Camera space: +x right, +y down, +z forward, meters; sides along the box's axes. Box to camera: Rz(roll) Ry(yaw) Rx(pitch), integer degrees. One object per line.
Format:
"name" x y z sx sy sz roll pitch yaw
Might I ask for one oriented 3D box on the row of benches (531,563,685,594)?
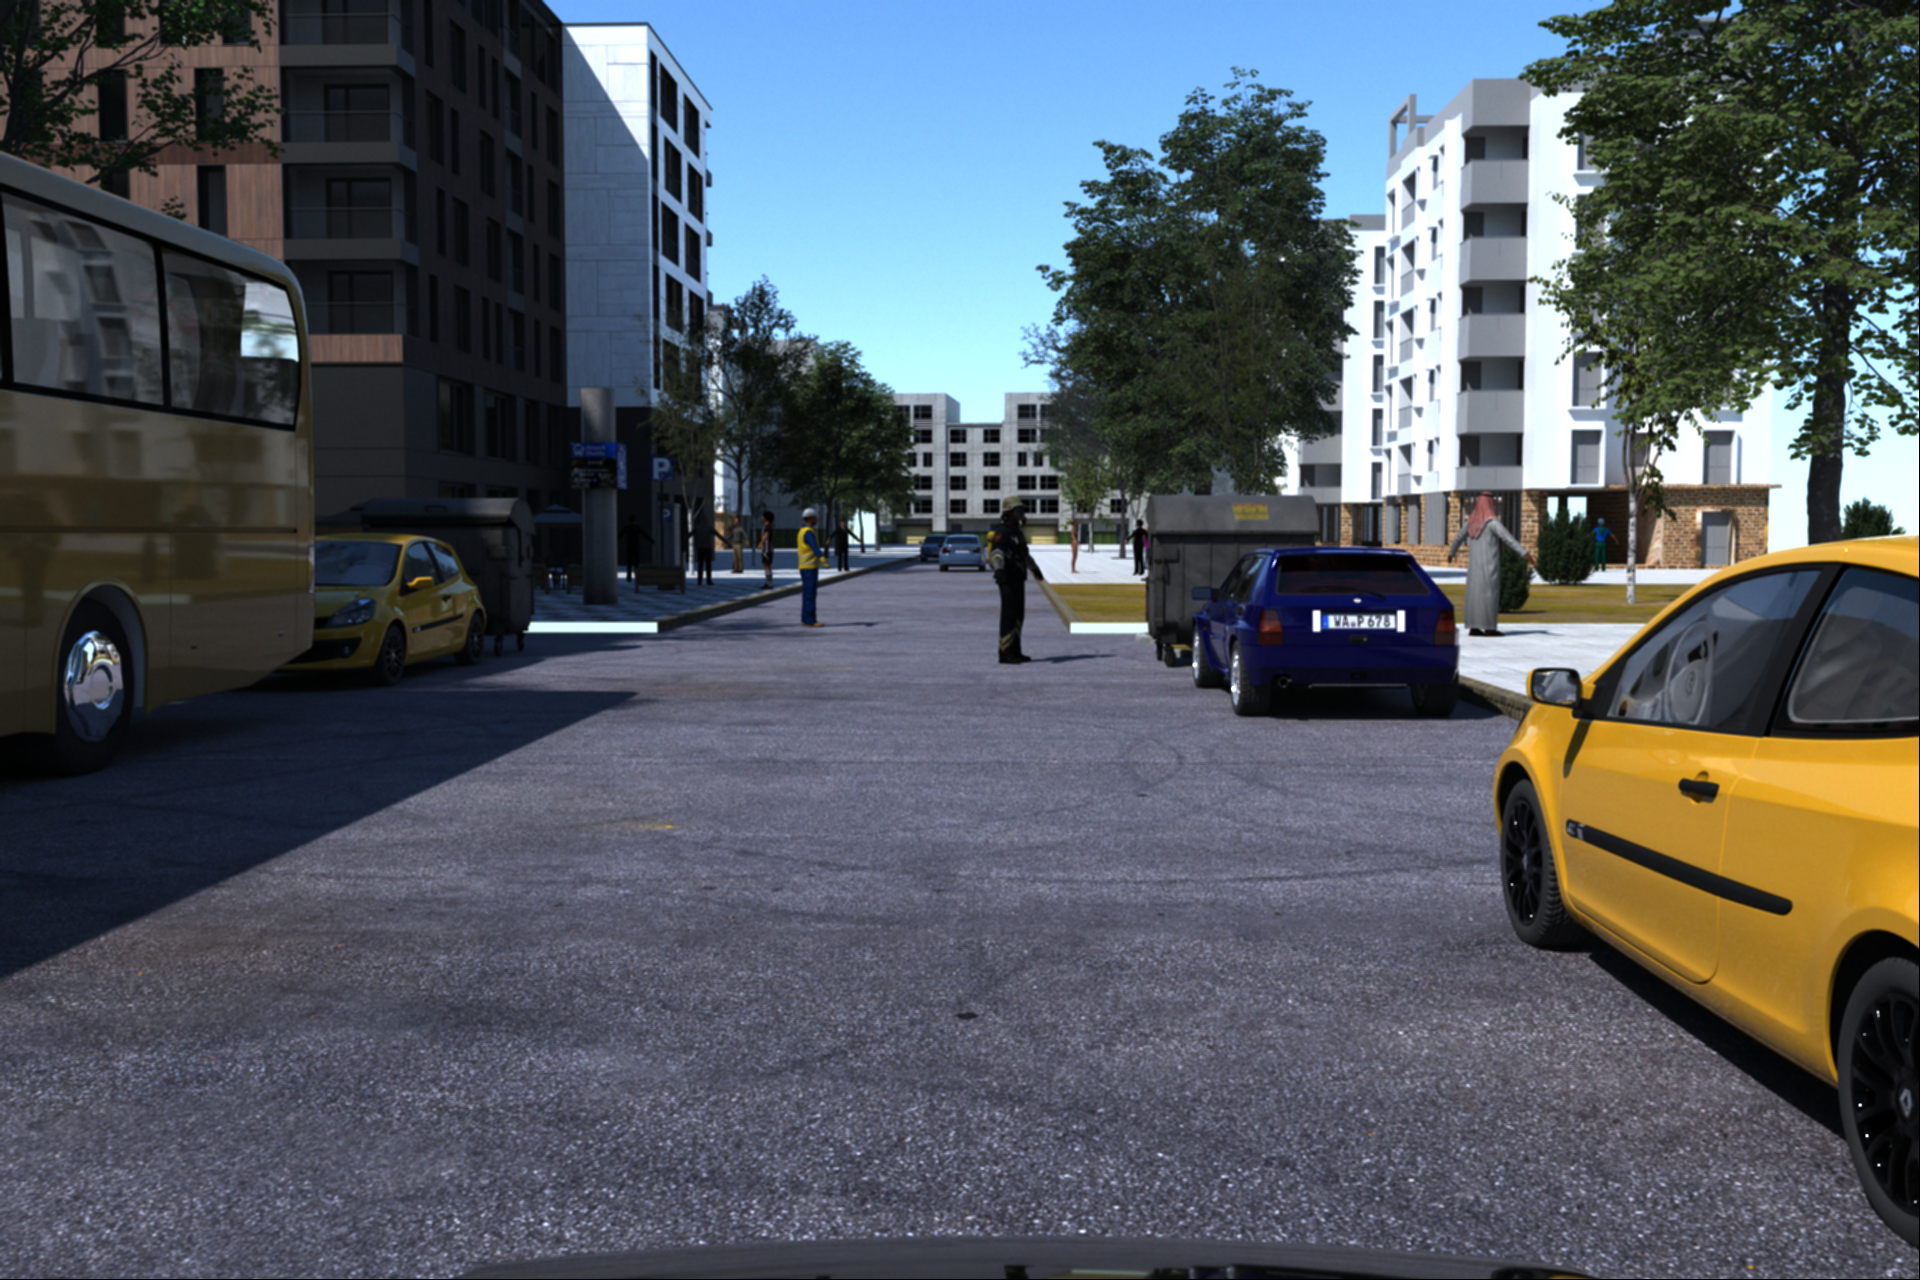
"row of benches" -8.015 -1.336 37.314 4.104 0.672 1.422 -1 4 -11

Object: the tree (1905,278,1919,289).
"tree" 20.092 -6.778 28.941 7.486 12.596 7.792 0 3 0

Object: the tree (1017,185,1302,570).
"tree" 7.200 -9.286 62.189 12.009 13.543 11.850 0 3 0

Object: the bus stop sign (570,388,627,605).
"bus stop sign" -6.556 -2.597 31.470 0.837 3.901 0.837 0 4 1

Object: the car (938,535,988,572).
"car" 0.121 -3.363 66.993 2.014 1.417 4.499 0 4 2

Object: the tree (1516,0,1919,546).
"tree" 9.784 -6.162 18.874 7.486 12.596 7.792 0 3 0

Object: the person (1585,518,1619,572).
"person" 21.865 -3.245 59.180 1.347 1.817 0.704 0 4 -1

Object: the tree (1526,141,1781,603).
"tree" 12.721 -4.988 31.916 4.737 8.622 4.395 0 3 0

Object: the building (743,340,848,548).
"building" -21.056 -18.787 173.622 16.747 18.905 31.486 0 4 2

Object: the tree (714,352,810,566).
"tree" -8.474 -7.262 69.096 4.360 8.622 3.978 0 3 0

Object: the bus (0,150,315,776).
"bus" -6.401 -0.974 7.475 2.896 3.916 12.252 0 4 1

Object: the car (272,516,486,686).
"car" -6.147 -0.449 17.558 2.015 1.641 3.980 0 4 1

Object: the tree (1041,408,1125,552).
"tree" 9.418 -11.998 121.928 9.928 11.665 9.643 0 3 0

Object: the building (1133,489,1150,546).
"building" 28.579 -19.863 191.221 16.747 18.905 31.486 0 4 2

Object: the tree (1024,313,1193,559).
"tree" 8.542 -10.961 89.584 12.009 13.543 11.850 0 3 0

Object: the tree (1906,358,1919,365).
"tree" 28.345 -8.286 42.127 9.857 13.997 8.962 0 3 0

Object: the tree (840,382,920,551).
"tree" -6.570 -12.933 129.589 7.486 12.596 7.792 0 3 0

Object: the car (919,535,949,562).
"car" -1.157 -4.857 91.408 2.014 1.417 4.499 0 4 1

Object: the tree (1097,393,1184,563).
"tree" 7.858 -7.777 77.515 4.360 8.622 3.978 0 3 0

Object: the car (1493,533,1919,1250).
"car" 2.770 0.329 4.846 2.015 1.641 3.980 0 4 1

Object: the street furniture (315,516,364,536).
"street furniture" -15.376 -2.226 43.244 11.010 1.723 9.812 -2 4 -26

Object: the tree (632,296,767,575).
"tree" -8.467 -6.342 54.052 4.360 8.622 3.978 0 3 0

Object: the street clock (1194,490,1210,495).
"street clock" 3.952 -1.453 28.331 0.358 2.002 0.471 0 4 2

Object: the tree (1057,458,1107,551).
"tree" 9.057 -11.039 130.856 4.737 8.622 4.395 0 3 0

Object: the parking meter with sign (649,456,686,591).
"parking meter with sign" -6.656 -2.657 39.700 0.543 3.016 1.738 0 4 2

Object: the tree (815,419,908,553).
"tree" -6.934 -11.222 117.898 7.601 10.594 8.767 1 4 13

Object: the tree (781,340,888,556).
"tree" -7.543 -11.234 101.808 7.486 12.596 7.792 0 3 0

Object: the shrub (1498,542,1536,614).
"shrub" 8.802 -1.036 28.062 1.383 1.207 1.383 0 3 0

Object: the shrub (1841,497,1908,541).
"shrub" 18.573 -1.928 35.559 1.661 2.075 1.752 0 3 0

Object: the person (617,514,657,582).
"person" -8.735 -2.457 46.356 1.347 1.806 0.705 1 4 14

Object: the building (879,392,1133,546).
"building" 6.398 -21.644 222.788 31.486 18.905 16.747 0 4 6

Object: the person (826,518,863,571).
"person" -4.012 -3.286 59.658 1.347 1.837 0.705 -2 4 -26

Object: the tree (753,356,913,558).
"tree" -6.962 -9.583 91.092 8.767 10.594 7.601 -2 4 -27

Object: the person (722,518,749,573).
"person" -7.302 -3.091 56.808 1.348 1.796 0.705 3 5 44

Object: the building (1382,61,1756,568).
"building" 23.935 -13.422 75.873 16.016 20.090 11.380 0 4 1

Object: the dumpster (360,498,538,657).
"dumpster" -6.100 -0.764 20.707 1.865 1.857 1.264 0 4 1

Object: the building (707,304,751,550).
"building" -24.155 -17.567 143.643 16.016 20.090 11.380 0 4 1

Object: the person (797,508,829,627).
"person" -2.299 -1.126 26.830 0.705 1.833 1.349 -1 4 -19

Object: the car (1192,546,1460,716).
"car" 3.039 -0.147 14.983 1.945 1.354 3.894 0 4 1

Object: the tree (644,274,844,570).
"tree" -7.640 -7.778 61.579 7.601 10.594 8.767 -1 4 -13

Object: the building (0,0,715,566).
"building" -26.466 -13.701 67.986 27.936 21.610 32.646 0 4 2

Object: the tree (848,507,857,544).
"tree" -13.834 -16.459 219.461 4.737 8.622 4.395 0 3 0

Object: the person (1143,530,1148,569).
"person" 6.851 -3.275 62.812 0.599 1.433 0.991 -2 4 -31

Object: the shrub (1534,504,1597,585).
"shrub" 15.172 -2.385 43.415 1.690 2.028 1.600 0 3 0

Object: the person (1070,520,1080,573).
"person" 3.868 -3.089 57.310 0.721 1.733 1.217 0 4 7

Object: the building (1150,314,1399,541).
"building" 26.189 -19.288 146.291 19.493 23.208 18.063 0 4 2

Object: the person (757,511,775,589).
"person" -4.529 -2.102 40.514 0.704 1.843 1.345 0 4 2

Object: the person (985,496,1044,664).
"person" 0.605 -0.673 19.245 0.705 1.856 1.354 1 4 22

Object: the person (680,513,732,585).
"person" -6.396 -2.280 43.404 1.348 1.813 0.705 0 4 5

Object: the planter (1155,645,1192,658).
"planter" 3.368 0.021 20.796 1.991 0.319 1.994 0 4 2

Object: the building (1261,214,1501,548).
"building" 23.452 -15.157 104.236 16.016 20.090 11.380 0 4 1

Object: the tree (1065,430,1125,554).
"tree" 8.407 -9.754 109.834 4.737 8.622 4.395 0 3 0

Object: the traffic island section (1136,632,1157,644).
"traffic island section" 3.373 -0.017 23.151 1.991 0.108 1.994 0 4 1

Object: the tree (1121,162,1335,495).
"tree" 5.784 -5.140 34.396 4.360 8.622 3.978 0 3 0

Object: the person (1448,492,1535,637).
"person" 6.617 -0.957 21.788 0.704 1.811 1.347 -2 4 -32

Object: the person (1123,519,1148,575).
"person" 5.532 -2.898 54.102 1.216 1.740 0.721 -3 5 -42

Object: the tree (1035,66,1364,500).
"tree" 6.885 -8.716 49.157 9.857 13.997 8.962 0 3 0

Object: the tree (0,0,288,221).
"tree" -11.595 -5.772 20.130 9.928 11.665 9.643 0 3 0

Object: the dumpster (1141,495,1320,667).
"dumpster" 2.964 -0.664 19.080 1.865 1.857 1.264 0 4 1
